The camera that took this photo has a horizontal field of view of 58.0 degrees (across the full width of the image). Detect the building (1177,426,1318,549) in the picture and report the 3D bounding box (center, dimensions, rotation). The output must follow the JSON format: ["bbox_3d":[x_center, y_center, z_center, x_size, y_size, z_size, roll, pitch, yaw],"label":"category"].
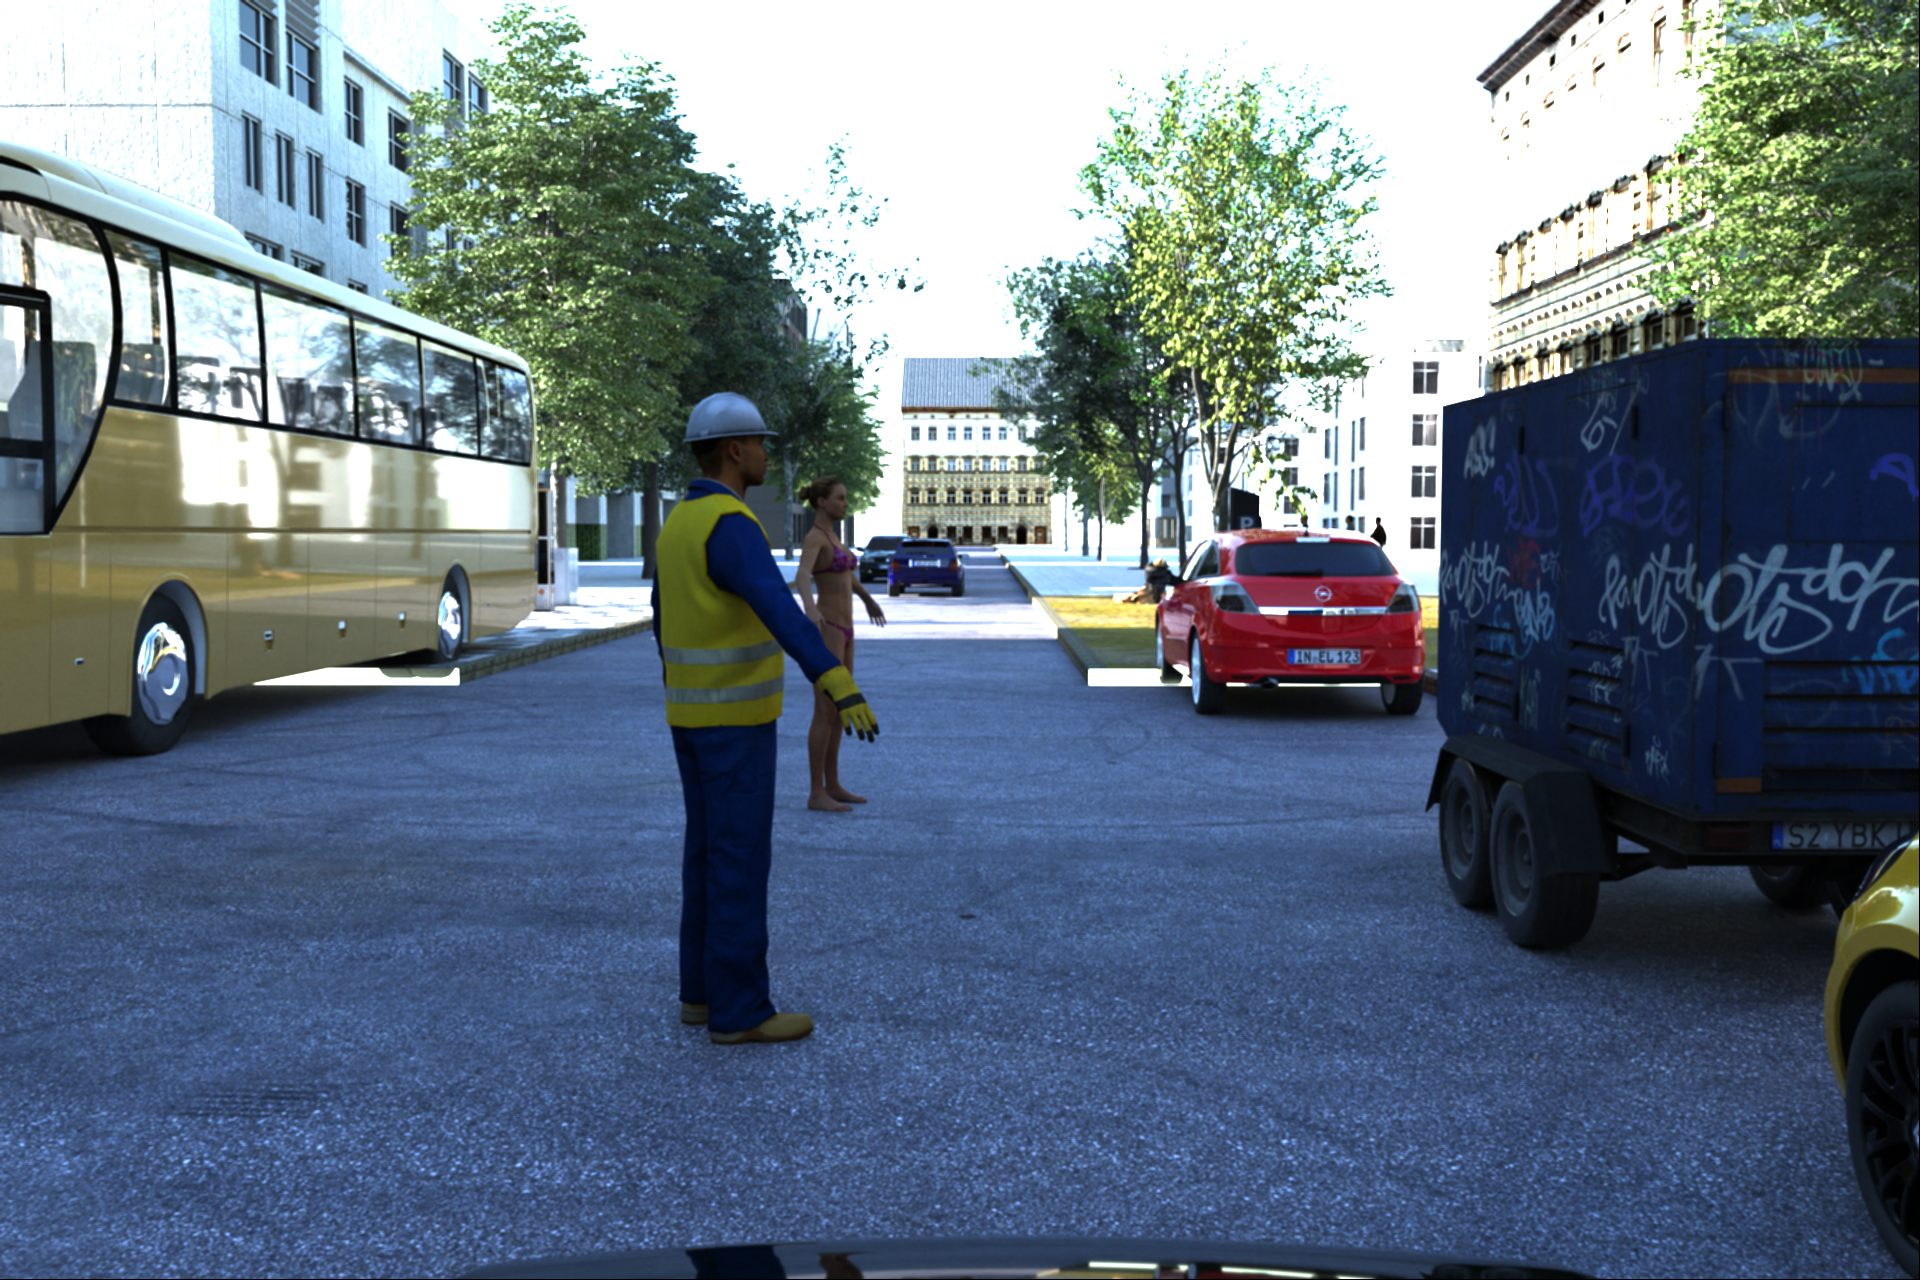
[{"bbox_3d":[24.551,-12.614,148.388,9.099,9.664,28.070,0,4,1],"label":"building"}]

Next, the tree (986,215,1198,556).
[{"bbox_3d":[8.179,-14.947,100.279,12.611,20.169,13.585,0,3,0],"label":"tree"}]

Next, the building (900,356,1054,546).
[{"bbox_3d":[2.100,-23.225,213.110,18.063,23.208,19.493,0,4,0],"label":"building"}]

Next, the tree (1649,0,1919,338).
[{"bbox_3d":[13.604,-6.498,24.370,7.486,12.596,7.792,0,3,0],"label":"tree"}]

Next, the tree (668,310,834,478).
[{"bbox_3d":[-8.707,-8.266,69.567,8.767,10.594,7.601,1,4,19],"label":"tree"}]

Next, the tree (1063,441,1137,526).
[{"bbox_3d":[17.052,-18.353,206.729,9.857,13.997,8.962,0,3,0],"label":"tree"}]

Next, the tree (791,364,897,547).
[{"bbox_3d":[-7.937,-12.080,115.630,7.486,12.596,7.792,0,3,0],"label":"tree"}]

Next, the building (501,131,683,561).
[{"bbox_3d":[-25.745,-13.806,92.179,16.747,18.905,31.486,0,4,0],"label":"building"}]

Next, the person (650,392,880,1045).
[{"bbox_3d":[-0.642,0.210,4.989,0.705,1.833,1.349,-2,4,-30],"label":"person"}]

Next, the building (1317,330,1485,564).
[{"bbox_3d":[22.387,-8.102,74.609,9.099,9.664,28.070,0,4,1],"label":"building"}]

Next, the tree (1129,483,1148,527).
[{"bbox_3d":[23.291,-16.116,213.852,4.360,8.622,3.978,0,3,0],"label":"tree"}]

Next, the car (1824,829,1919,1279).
[{"bbox_3d":[2.634,0.498,2.088,2.015,1.641,3.980,0,4,1],"label":"car"}]

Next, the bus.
[{"bbox_3d":[-6.319,-1.400,14.441,2.896,3.916,12.252,0,4,1],"label":"bus"}]

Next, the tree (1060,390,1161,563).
[{"bbox_3d":[6.610,-7.698,76.226,4.737,8.622,4.395,0,3,0],"label":"tree"}]

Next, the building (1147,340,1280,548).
[{"bbox_3d":[24.159,-19.541,175.920,16.016,20.090,11.380,0,4,1],"label":"building"}]

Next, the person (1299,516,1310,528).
[{"bbox_3d":[9.467,-2.561,47.810,0.705,1.837,1.347,-1,4,-9],"label":"person"}]

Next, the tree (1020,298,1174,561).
[{"bbox_3d":[6.594,-10.148,84.050,7.486,12.596,7.792,0,3,0],"label":"tree"}]

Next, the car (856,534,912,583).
[{"bbox_3d":[-2.085,-2.596,52.230,2.009,1.686,4.222,0,4,0],"label":"car"}]

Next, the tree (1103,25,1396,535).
[{"bbox_3d":[3.914,-4.604,25.637,4.737,8.622,4.395,0,3,0],"label":"tree"}]

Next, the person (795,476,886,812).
[{"bbox_3d":[-0.607,0.011,9.075,0.721,1.733,1.217,1,4,13],"label":"person"}]

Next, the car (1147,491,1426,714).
[{"bbox_3d":[2.775,-0.380,15.256,2.155,1.783,4.494,0,4,1],"label":"car"}]

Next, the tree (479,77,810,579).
[{"bbox_3d":[-8.714,-8.716,49.156,9.857,13.997,8.962,0,3,0],"label":"tree"}]

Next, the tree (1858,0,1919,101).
[{"bbox_3d":[8.424,-6.061,9.460,12.009,13.543,11.850,0,3,0],"label":"tree"}]

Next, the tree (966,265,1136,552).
[{"bbox_3d":[6.823,-16.283,122.108,12.611,20.169,13.585,0,3,0],"label":"tree"}]

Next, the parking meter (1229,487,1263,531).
[{"bbox_3d":[3.574,-0.975,21.657,0.399,1.863,0.255,0,4,1],"label":"parking meter"}]

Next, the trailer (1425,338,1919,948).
[{"bbox_3d":[2.622,0.002,7.024,1.471,1.999,3.904,0,4,0],"label":"trailer"}]

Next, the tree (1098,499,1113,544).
[{"bbox_3d":[18.753,-16.114,213.819,4.360,8.622,3.978,0,3,0],"label":"tree"}]

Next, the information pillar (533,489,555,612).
[{"bbox_3d":[-6.857,-1.468,28.500,0.304,2.012,0.304,0,4,2],"label":"information pillar"}]

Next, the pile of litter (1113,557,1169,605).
[{"bbox_3d":[3.433,-1.118,32.237,1.176,0.858,1.719,0,4,1],"label":"pile of litter"}]

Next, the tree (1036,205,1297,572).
[{"bbox_3d":[6.122,-7.027,49.307,7.601,10.594,8.767,2,4,25],"label":"tree"}]

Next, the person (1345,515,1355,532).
[{"bbox_3d":[10.554,-2.495,47.069,0.705,1.796,1.348,2,4,24],"label":"person"}]

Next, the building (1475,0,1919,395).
[{"bbox_3d":[26.615,-13.293,48.266,19.493,23.208,18.063,0,4,1],"label":"building"}]

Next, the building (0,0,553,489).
[{"bbox_3d":[-25.572,-11.623,56.497,16.747,18.905,31.486,0,4,1],"label":"building"}]

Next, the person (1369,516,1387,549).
[{"bbox_3d":[12.520,-2.806,52.008,0.704,1.812,1.346,3,5,41],"label":"person"}]

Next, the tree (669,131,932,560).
[{"bbox_3d":[-7.771,-13.871,82.679,12.611,20.169,13.585,0,3,0],"label":"tree"}]

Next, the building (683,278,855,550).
[{"bbox_3d":[-24.283,-19.002,154.661,27.936,21.610,32.646,0,3,0],"label":"building"}]

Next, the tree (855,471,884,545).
[{"bbox_3d":[-13.164,-17.339,209.255,9.928,11.665,9.643,0,3,0],"label":"tree"}]

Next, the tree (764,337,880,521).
[{"bbox_3d":[-8.318,-11.167,100.715,7.486,12.596,7.792,0,3,0],"label":"tree"}]

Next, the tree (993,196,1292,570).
[{"bbox_3d":[6.705,-9.307,62.532,12.009,13.543,11.850,0,3,0],"label":"tree"}]

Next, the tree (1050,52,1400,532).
[{"bbox_3d":[5.856,-6.908,38.695,9.928,11.665,9.643,0,3,0],"label":"tree"}]

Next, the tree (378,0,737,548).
[{"bbox_3d":[-8.778,-7.310,37.650,7.486,12.596,7.792,0,3,0],"label":"tree"}]

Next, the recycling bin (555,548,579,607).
[{"bbox_3d":[-7.257,-1.125,30.950,0.722,1.027,0.722,0,4,2],"label":"recycling bin"}]

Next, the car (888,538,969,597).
[{"bbox_3d":[-0.765,-1.735,40.942,1.945,1.354,3.894,0,4,1],"label":"car"}]

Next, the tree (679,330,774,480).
[{"bbox_3d":[-9.346,-6.815,61.794,4.360,8.622,3.978,0,3,0],"label":"tree"}]

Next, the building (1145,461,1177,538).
[{"bbox_3d":[25.615,-20.582,192.943,16.016,20.090,11.380,0,4,1],"label":"building"}]

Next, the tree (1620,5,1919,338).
[{"bbox_3d":[17.258,-6.675,34.890,9.928,11.665,9.643,0,3,0],"label":"tree"}]
